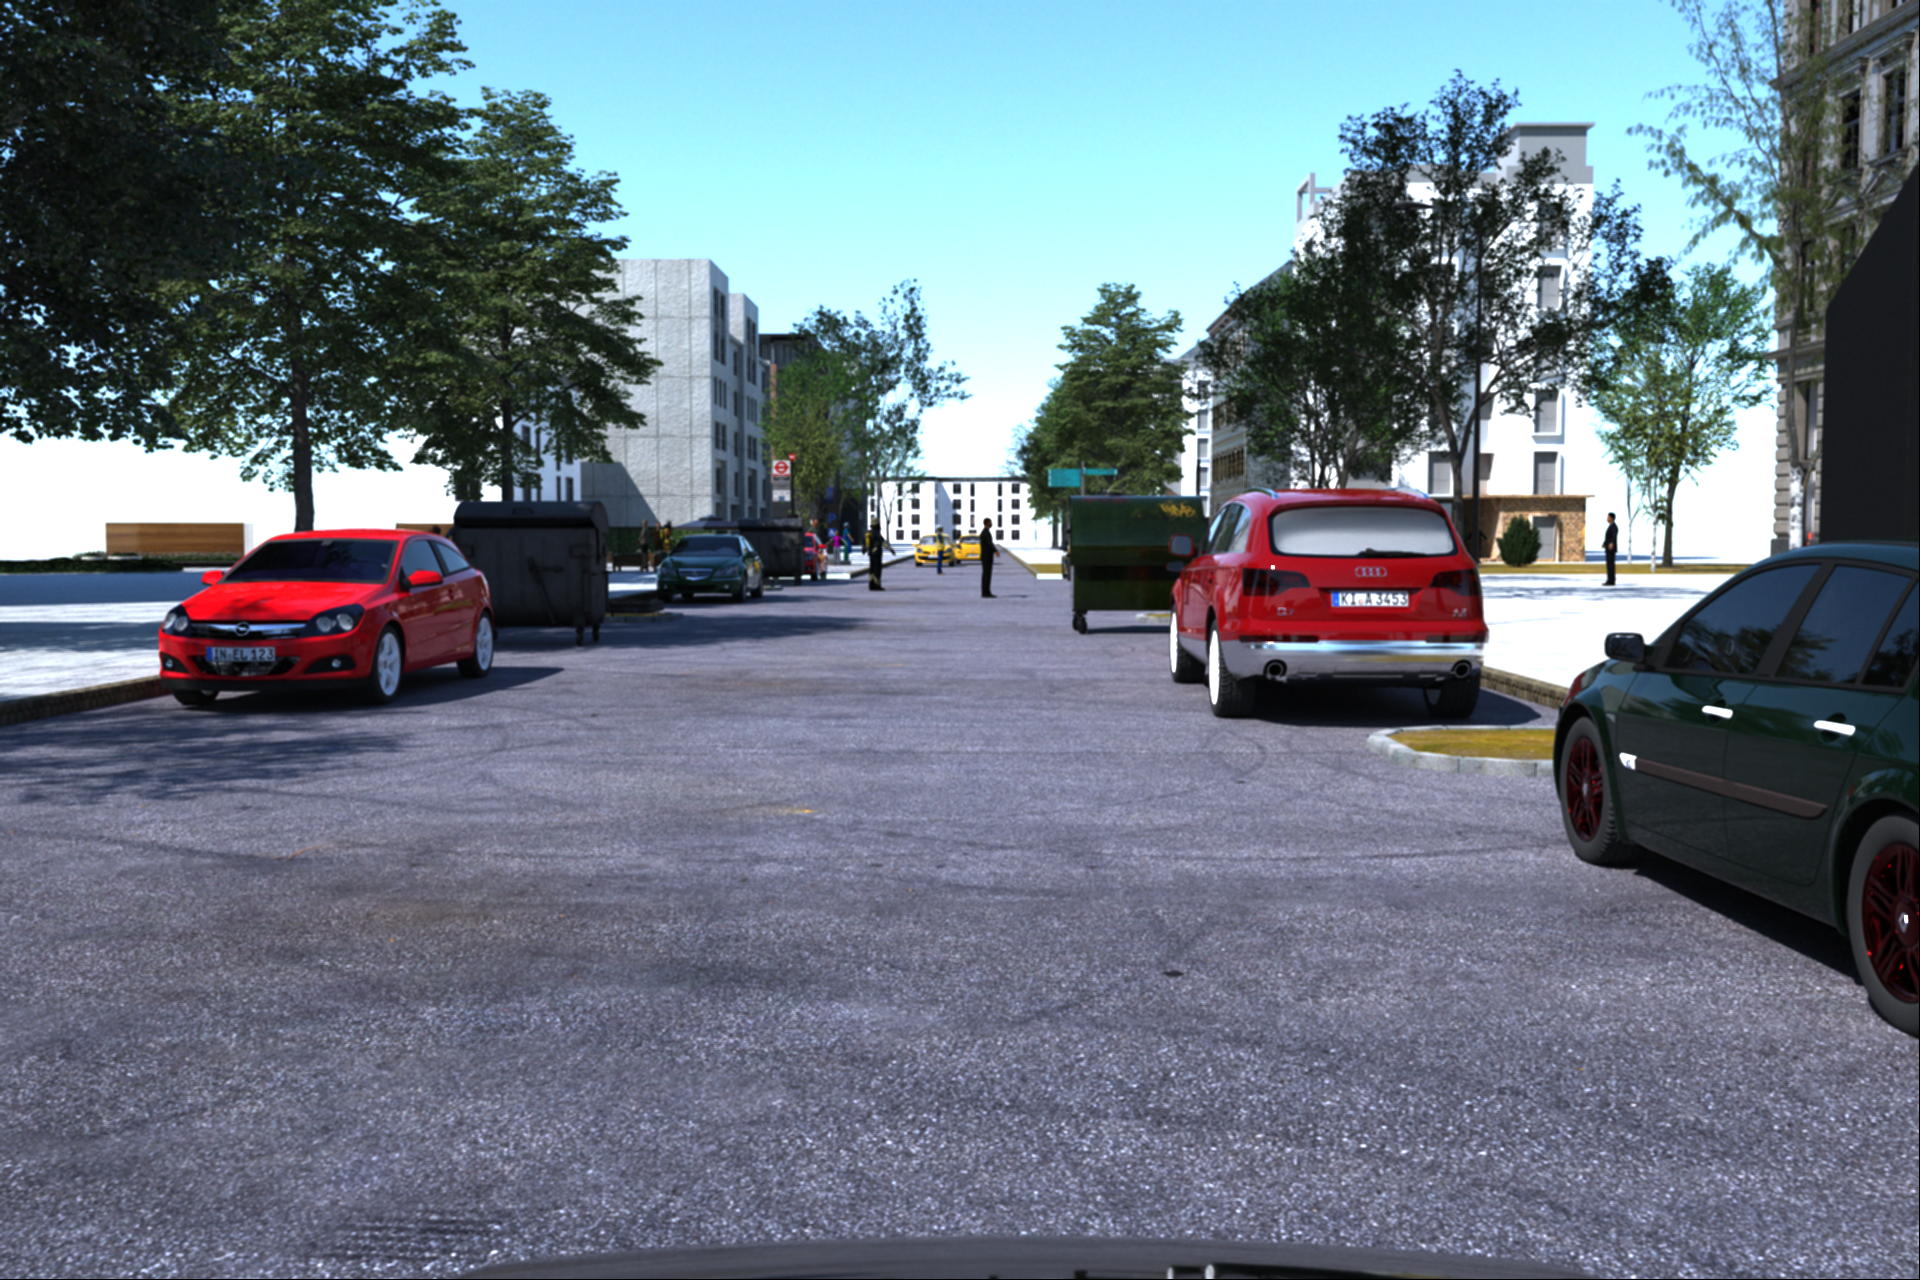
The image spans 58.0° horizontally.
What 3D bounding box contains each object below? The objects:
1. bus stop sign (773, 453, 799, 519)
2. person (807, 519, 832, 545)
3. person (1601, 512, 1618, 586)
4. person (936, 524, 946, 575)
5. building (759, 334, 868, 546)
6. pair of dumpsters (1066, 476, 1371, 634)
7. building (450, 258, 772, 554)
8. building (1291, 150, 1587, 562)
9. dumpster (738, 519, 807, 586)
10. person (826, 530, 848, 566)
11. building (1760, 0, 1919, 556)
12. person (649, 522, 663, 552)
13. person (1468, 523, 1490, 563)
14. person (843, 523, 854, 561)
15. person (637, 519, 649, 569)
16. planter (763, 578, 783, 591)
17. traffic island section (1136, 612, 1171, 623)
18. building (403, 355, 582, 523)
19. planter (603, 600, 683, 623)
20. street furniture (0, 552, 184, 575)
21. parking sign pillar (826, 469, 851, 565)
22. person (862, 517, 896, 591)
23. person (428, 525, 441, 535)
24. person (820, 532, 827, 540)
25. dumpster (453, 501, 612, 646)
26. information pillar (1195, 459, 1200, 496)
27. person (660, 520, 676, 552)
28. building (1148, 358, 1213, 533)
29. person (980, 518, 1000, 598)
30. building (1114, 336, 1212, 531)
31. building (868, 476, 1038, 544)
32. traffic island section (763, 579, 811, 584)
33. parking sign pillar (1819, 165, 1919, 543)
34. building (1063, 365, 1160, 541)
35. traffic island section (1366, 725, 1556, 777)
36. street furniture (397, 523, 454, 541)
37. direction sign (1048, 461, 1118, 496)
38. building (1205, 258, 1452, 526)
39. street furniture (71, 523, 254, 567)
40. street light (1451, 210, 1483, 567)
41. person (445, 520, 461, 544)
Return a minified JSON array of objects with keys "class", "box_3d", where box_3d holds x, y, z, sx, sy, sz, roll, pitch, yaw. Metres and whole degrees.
[{"class":"bus stop sign","box_3d":[-5.748,-4.189,57.190,0.855,3.939,0.416,0,4,0]},{"class":"person","box_3d":[-5.004,-3.290,60.064,0.705,1.796,1.348,3,5,45]},{"class":"person","box_3d":[16.149,-2.263,43.050,0.704,1.823,1.345,1,4,12]},{"class":"person","box_3d":[-0.621,-3.214,61.462,0.721,1.772,1.216,0,4,-2]},{"class":"building","box_3d":[-25.353,-21.353,193.102,27.936,21.610,32.646,0,4,1]},{"class":"pair of dumpsters","box_3d":[3.761,-1.240,25.229,4.436,2.255,1.574,0,4,1]},{"class":"building","box_3d":[-24.179,-15.946,127.175,16.747,18.905,31.486,0,4,1]},{"class":"building","box_3d":[22.910,-14.405,91.934,16.016,20.090,11.380,0,4,0]},{"class":"dumpster","box_3d":[-5.217,-2.440,48.111,1.865,1.857,1.264,0,4,1]},{"class":"person","box_3d":[-5.000,-3.725,70.167,0.991,1.433,0.599,1,4,16]},{"class":"building","box_3d":[30.245,-13.280,44.841,11.050,23.595,19.941,0,4,1]},{"class":"person","box_3d":[-13.467,-4.356,77.350,1.346,1.812,0.704,0,4,-1]},{"class":"person","box_3d":[22.594,-4.247,75.632,0.705,1.806,1.347,-2,4,-24]},{"class":"person","box_3d":[-5.203,-4.525,80.112,0.704,1.817,1.347,-1,4,-20]},{"class":"person","box_3d":[-11.465,-3.468,62.834,0.705,1.813,1.348,0,4,3]},{"class":"planter","box_3d":[-5.577,-1.415,44.273,1.991,0.319,1.994,0,4,1]},{"class":"traffic island section","box_3d":[3.941,-0.360,28.747,1.991,0.108,1.994,0,4,0]},{"class":"building","box_3d":[-25.270,-9.371,95.365,9.099,9.664,28.070,0,4,1]},{"class":"planter","box_3d":[-5.724,-0.483,29.036,1.991,0.319,1.994,0,4,1]},{"class":"street furniture","box_3d":[-30.976,-2.509,56.647,10.072,0.657,5.734,-3,4,-38]},{"class":"parking sign pillar","box_3d":[-5.237,-5.088,71.664,1.447,3.967,1.447,0,4,1]},{"class":"person","box_3d":[-2.115,-2.177,43.836,0.705,1.856,1.354,-3,4,-38]},{"class":"person","box_3d":[-8.831,-1.174,28.464,0.421,1.427,0.697,3,4,36]},{"class":"person","box_3d":[-6.770,-5.149,90.908,1.216,1.740,0.721,-1,4,-10]},{"class":"dumpster","box_3d":[-5.560,-0.876,22.544,1.865,1.857,1.264,0,4,1]},{"class":"information pillar","box_3d":[7.406,-3.831,53.998,0.183,3.616,0.504,0,4,1]},{"class":"person","box_3d":[-11.685,-3.891,69.391,0.705,1.858,1.354,-2,4,-26]},{"class":"building","box_3d":[24.843,-19.972,182.966,16.016,20.090,11.380,0,4,1]},{"class":"person","box_3d":[0.641,-1.862,39.123,0.704,1.802,1.346,-1,4,-12]},{"class":"building","box_3d":[27.740,-22.473,198.358,19.493,23.208,18.063,0,4,0]},{"class":"building","box_3d":[-2.994,-18.778,251.626,28.070,9.664,9.099,1,4,9]},{"class":"traffic island section","box_3d":[-5.434,-1.726,51.083,1.991,0.108,1.994,0,4,1]},{"class":"parking sign pillar","box_3d":[7.179,-1.524,13.384,1.447,3.967,1.447,0,4,0]},{"class":"building","box_3d":[27.251,-23.322,225.291,27.936,21.610,32.646,0,4,1]},{"class":"traffic island section","box_3d":[3.707,0.714,11.200,1.991,0.108,1.994,0,4,1]},{"class":"street furniture","box_3d":[-20.026,-4.023,72.626,11.010,1.723,9.812,-1,4,-15]},{"class":"direction sign","box_3d":[4.477,-4.517,62.608,2.525,3.948,1.411,0,4,0]},{"class":"building","box_3d":[27.655,-17.609,118.836,19.493,23.208,18.063,0,4,1]},{"class":"street furniture","box_3d":[-32.361,-3.782,68.691,9.812,1.723,11.010,-1,4,-11]},{"class":"street light","box_3d":[7.807,-3.166,24.310,1.470,5.913,1.316,0,4,1]},{"class":"person","box_3d":[-15.777,-2.976,54.494,0.704,1.849,1.345,2,4,30]}]
